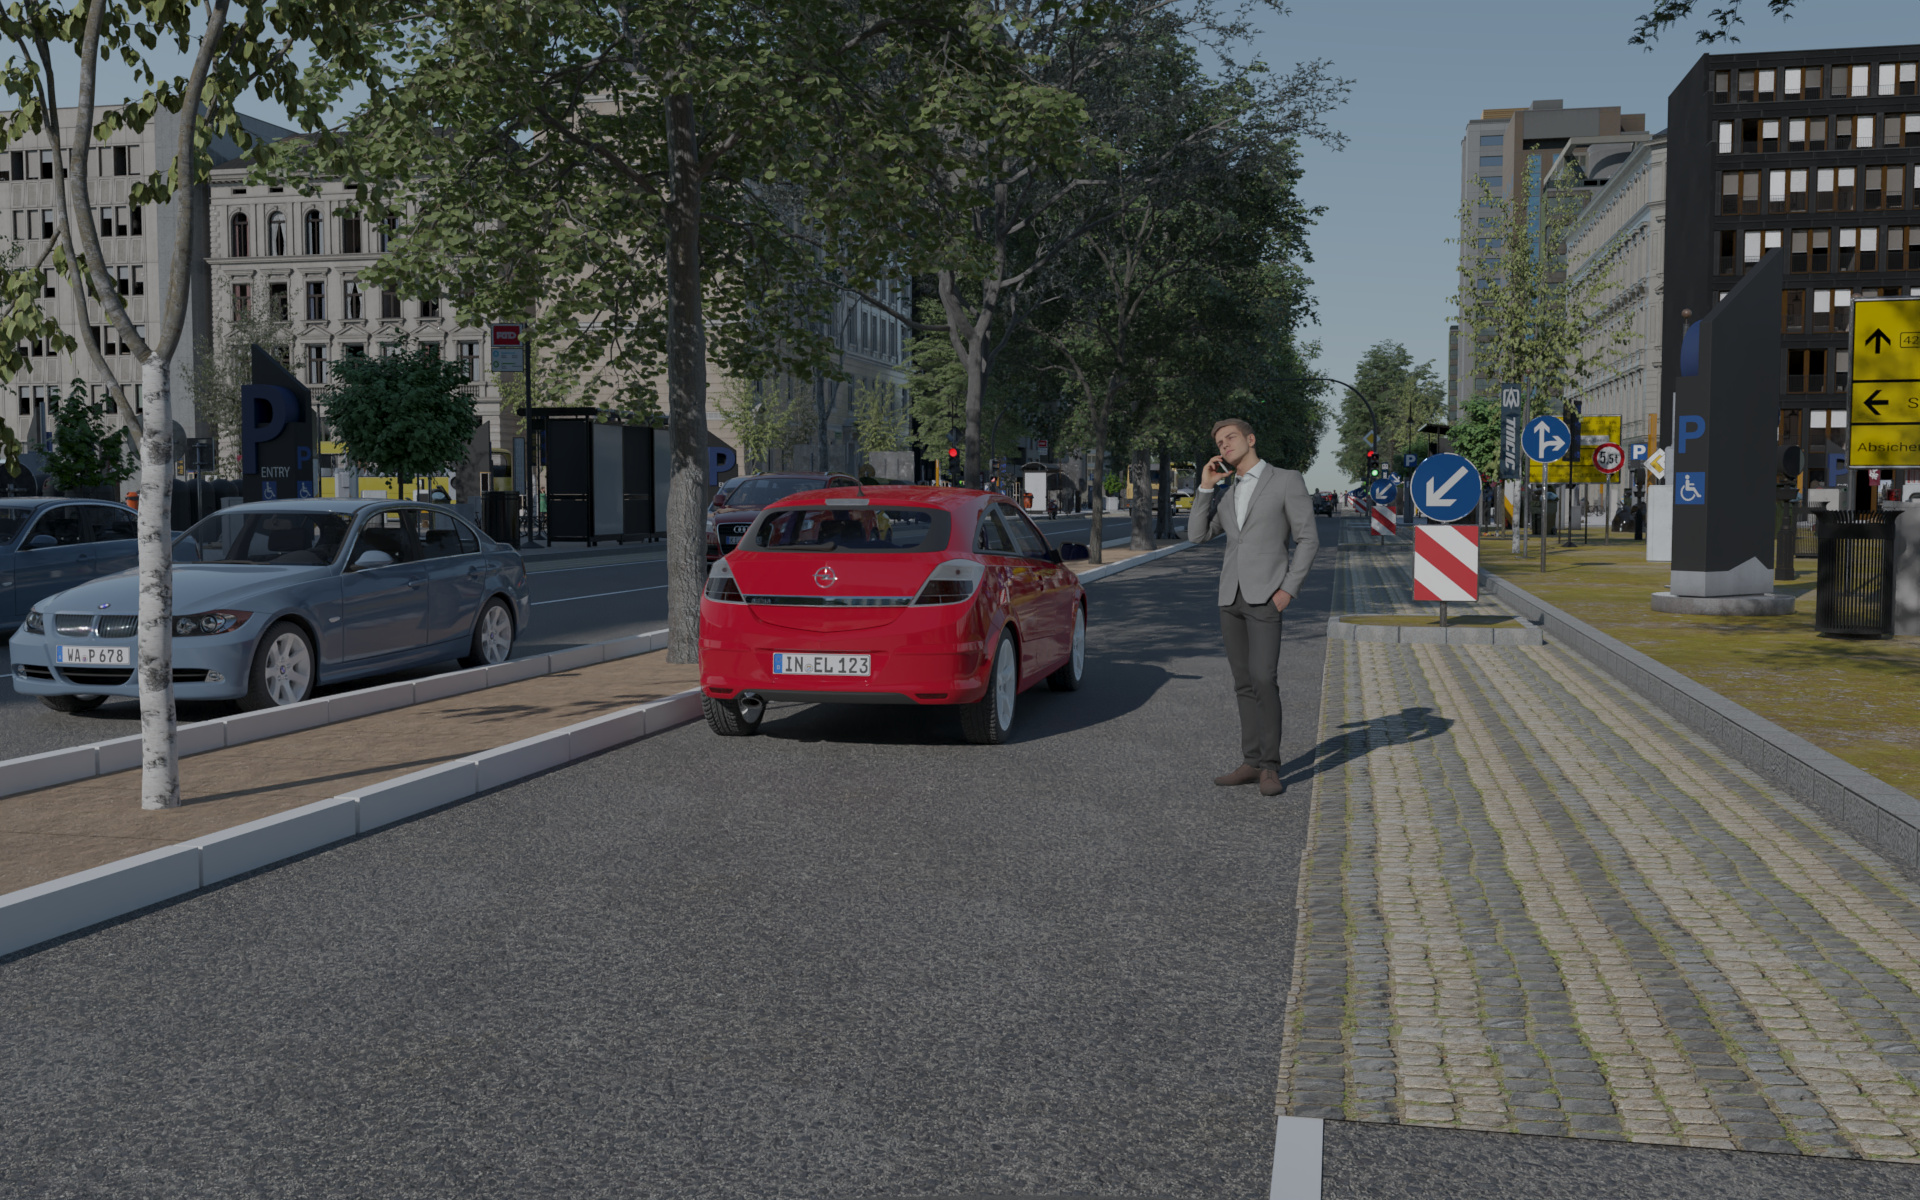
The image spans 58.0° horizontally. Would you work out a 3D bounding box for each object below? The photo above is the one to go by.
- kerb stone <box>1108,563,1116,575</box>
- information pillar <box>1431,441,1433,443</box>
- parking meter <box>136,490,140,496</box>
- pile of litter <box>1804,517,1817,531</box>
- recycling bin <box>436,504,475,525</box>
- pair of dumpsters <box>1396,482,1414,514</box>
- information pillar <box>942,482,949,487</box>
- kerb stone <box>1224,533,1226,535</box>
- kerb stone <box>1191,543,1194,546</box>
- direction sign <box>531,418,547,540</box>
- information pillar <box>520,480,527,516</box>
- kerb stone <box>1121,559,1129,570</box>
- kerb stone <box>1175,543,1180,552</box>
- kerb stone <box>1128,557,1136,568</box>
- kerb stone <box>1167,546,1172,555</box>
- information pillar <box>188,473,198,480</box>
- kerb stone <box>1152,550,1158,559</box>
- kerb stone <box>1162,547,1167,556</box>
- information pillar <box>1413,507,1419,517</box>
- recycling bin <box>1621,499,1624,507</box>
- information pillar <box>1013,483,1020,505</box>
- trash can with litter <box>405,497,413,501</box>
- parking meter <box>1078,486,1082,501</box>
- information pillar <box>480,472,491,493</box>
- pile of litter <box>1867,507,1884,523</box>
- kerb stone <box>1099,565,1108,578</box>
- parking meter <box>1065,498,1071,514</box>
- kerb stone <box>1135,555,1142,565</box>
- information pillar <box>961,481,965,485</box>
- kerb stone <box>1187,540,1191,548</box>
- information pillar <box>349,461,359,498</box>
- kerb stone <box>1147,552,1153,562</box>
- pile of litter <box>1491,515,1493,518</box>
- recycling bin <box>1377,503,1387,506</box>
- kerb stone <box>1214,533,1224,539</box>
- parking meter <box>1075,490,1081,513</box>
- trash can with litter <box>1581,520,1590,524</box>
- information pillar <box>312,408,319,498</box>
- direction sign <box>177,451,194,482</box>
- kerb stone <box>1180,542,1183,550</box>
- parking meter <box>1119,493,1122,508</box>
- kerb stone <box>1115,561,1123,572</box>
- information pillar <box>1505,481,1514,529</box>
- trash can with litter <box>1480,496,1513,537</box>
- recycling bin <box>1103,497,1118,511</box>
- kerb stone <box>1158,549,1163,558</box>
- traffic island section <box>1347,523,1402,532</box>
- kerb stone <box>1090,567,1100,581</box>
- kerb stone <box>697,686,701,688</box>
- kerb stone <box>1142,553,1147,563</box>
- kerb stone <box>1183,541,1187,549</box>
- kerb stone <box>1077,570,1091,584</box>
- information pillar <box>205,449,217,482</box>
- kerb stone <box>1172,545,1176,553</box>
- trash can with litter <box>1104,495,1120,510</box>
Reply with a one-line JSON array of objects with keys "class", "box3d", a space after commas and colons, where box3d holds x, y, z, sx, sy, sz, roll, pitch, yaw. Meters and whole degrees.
[{"class": "kerb stone", "box3d": [2.606, -0.529, 30.837, 0.120, 0.150, 1.000, 1, 4, 12]}, {"class": "information pillar", "box3d": [20.974, -5.235, 76.946, 0.183, 3.616, 0.504, 2, 4, 28]}, {"class": "parking meter", "box3d": [-46.418, -5.483, 98.062, 0.372, 1.533, 0.369, 0, 3, 0]}, {"class": "pile of litter", "box3d": [30.125, -2.829, 60.220, 1.176, 0.858, 1.719, 0, 4, -5]}, {"class": "recycling bin", "box3d": [-13.026, -1.965, 44.688, 0.722, 1.027, 0.722, 2, 4, 25]}, {"class": "pair of dumpsters", "box3d": [28.435, -6.638, 111.019, 1.574, 2.255, 4.437, 1, 4, 12]}, {"class": "information pillar", "box3d": [-0.870, -6.026, 103.012, 0.304, 2.012, 0.304, -3, 4, -38]}, {"class": "kerb stone", "box3d": [9.044, -2.305, 59.879, 0.120, 0.150, 1.000, 1, 4, 12]}, {"class": "kerb stone", "box3d": [6.146, -1.506, 46.849, 0.120, 0.150, 1.000, 1, 4, 12]}, {"class": "direction sign", "box3d": [-11.733, -3.439, 48.233, 0.379, 3.537, 0.876, 1, 4, 22]}, {"class": "information pillar", "box3d": [-22.996, -5.302, 91.178, 0.304, 2.012, 0.304, 3, 5, 40]}, {"class": "kerb stone", "box3d": [3.043, -0.651, 32.844, 0.120, 0.150, 1.000, 1, 4, 12]}, {"class": "kerb stone", "box3d": [5.266, -1.260, 42.843, 0.120, 0.150, 1.000, 1, 4, 12]}, {"class": "kerb stone", "box3d": [3.263, -0.712, 33.843, 0.120, 0.150, 1.000, 1, 4, 12]}, {"class": "kerb stone", "box3d": [4.827, -1.138, 40.840, 0.120, 0.150, 1.000, 1, 4, 12]}, {"class": "information pillar", "box3d": [-26.339, -3.375, 59.674, 0.304, 2.012, 0.304, 2, 4, 34]}, {"class": "kerb stone", "box3d": [4.149, -0.957, 37.835, 0.120, 0.150, 1.000, 1, 4, 12]}, {"class": "kerb stone", "box3d": [4.599, -1.077, 39.830, 0.120, 0.150, 1.000, 1, 4, 12]}, {"class": "information pillar", "box3d": [26.130, -6.574, 98.833, 0.183, 3.616, 0.504, 2, 4, 32]}, {"class": "recycling bin", "box3d": [38.106, -5.263, 98.601, 0.722, 1.027, 0.722, 3, 5, 40]}, {"class": "information pillar", "box3d": [3.627, -6.519, 111.075, 0.304, 2.012, 0.304, -3, 4, -39]}, {"class": "trash can with litter", "box3d": [-20.642, -3.333, 65.884, 1.055, 1.170, 0.624, -2, 4, -28]}, {"class": "parking meter", "box3d": [8.936, -7.614, 130.197, 0.255, 1.863, 0.399, -2, 4, -29]}, {"class": "information pillar", "box3d": [-15.921, -3.283, 58.169, 0.304, 2.012, 0.304, 0, 4, -5]}, {"class": "pile of litter", "box3d": [39.235, -3.661, 73.822, 1.719, 0.858, 1.176, -1, 4, -17]}, {"class": "kerb stone", "box3d": [2.377, -0.467, 29.833, 0.120, 0.150, 1.000, 1, 4, 12]}, {"class": "parking meter", "box3d": [6.905, -6.251, 110.608, 0.372, 1.533, 0.369, 0, 3, 0]}, {"class": "kerb stone", "box3d": [3.491, -0.773, 34.840, 0.120, 0.150, 1.000, 1, 4, 12]}, {"class": "information pillar", "box3d": [0.257, -5.751, 98.523, 0.304, 2.012, 0.304, -2, 4, -30]}, {"class": "kerb stone", "box3d": [5.932, -1.445, 45.849, 0.120, 0.150, 1.000, 1, 4, 12]}, {"class": "information pillar", "box3d": [-17.482, -3.584, 49.951, 0.183, 3.616, 0.504, -3, 5, -42]}, {"class": "kerb stone", "box3d": [3.939, -0.895, 36.834, 0.120, 0.150, 1.000, 1, 4, 12]}, {"class": "pile of litter", "box3d": [28.826, -4.796, 92.381, 1.176, 0.858, 1.719, 0, 4, -3]}, {"class": "recycling bin", "box3d": [35.500, -8.136, 145.583, 0.722, 1.027, 0.722, -1, 4, -23]}, {"class": "kerb stone", "box3d": [8.811, -2.244, 58.883, 0.120, 0.150, 1.000, 1, 4, 12]}, {"class": "parking meter", "box3d": [8.575, -7.184, 125.869, 0.372, 1.533, 0.369, 0, 3, 0]}, {"class": "trash can with litter", "box3d": [27.147, -3.991, 76.318, 2.233, 1.210, 1.678, -3, 4, -38]}, {"class": "information pillar", "box3d": [-15.401, -3.029, 40.871, 0.183, 3.616, 0.504, 3, 4, 38]}, {"class": "direction sign", "box3d": [-33.164, -5.029, 74.214, 0.876, 3.537, 0.379, 1, 4, 17]}, {"class": "kerb stone", "box3d": [5.478, -1.324, 43.843, 0.120, 0.150, 1.000, 1, 4, 12]}, {"class": "parking meter", "box3d": [13.965, -8.808, 149.726, 0.399, 1.863, 0.255, -1, 4, -19]}, {"class": "kerb stone", "box3d": [2.828, -0.585, 31.841, 0.120, 0.150, 1.000, 1, 4, 12]}, {"class": "information pillar", "box3d": [20.117, -4.409, 63.440, 0.183, 3.616, 0.504, -1, 4, -19]}, {"class": "trash can with litter", "box3d": [16.233, -2.564, 52.981, 1.678, 1.210, 2.233, 1, 4, 19]}, {"class": "recycling bin", "box3d": [11.788, -7.450, 134.366, 0.722, 1.027, 0.722, -1, 4, -17]}, {"class": "kerb stone", "box3d": [4.382, -1.015, 38.831, 0.120, 0.150, 1.000, 1, 4, 12]}, {"class": "traffic island section", "box3d": [16.203, -2.782, 67.759, 2.009, 0.180, 2.903, 1, 4, 12]}, {"class": "kerb stone", "box3d": [2.161, -0.406, 28.834, 0.120, 0.150, 1.000, 1, 4, 12]}, {"class": "kerb stone", "box3d": [-1.608, 0.634, 11.823, 0.120, 0.150, 1.000, 1, 4, 12]}, {"class": "kerb stone", "box3d": [3.712, -0.833, 35.838, 0.120, 0.150, 1.000, 1, 4, 12]}, {"class": "kerb stone", "box3d": [5.711, -1.385, 44.844, 0.120, 0.150, 1.000, 1, 4, 12]}, {"class": "kerb stone", "box3d": [1.937, -0.344, 27.833, 0.120, 0.150, 1.000, 1, 4, 12]}, {"class": "information pillar", "box3d": [-32.878, -5.179, 76.027, 0.504, 3.616, 0.183, -1, 4, -16]}, {"class": "kerb stone", "box3d": [5.044, -1.196, 41.844, 0.120, 0.150, 1.000, 1, 4, 12]}, {"class": "trash can with litter", "box3d": [11.998, -7.886, 139.989, 2.233, 1.210, 1.678, -1, 4, -11]}]
